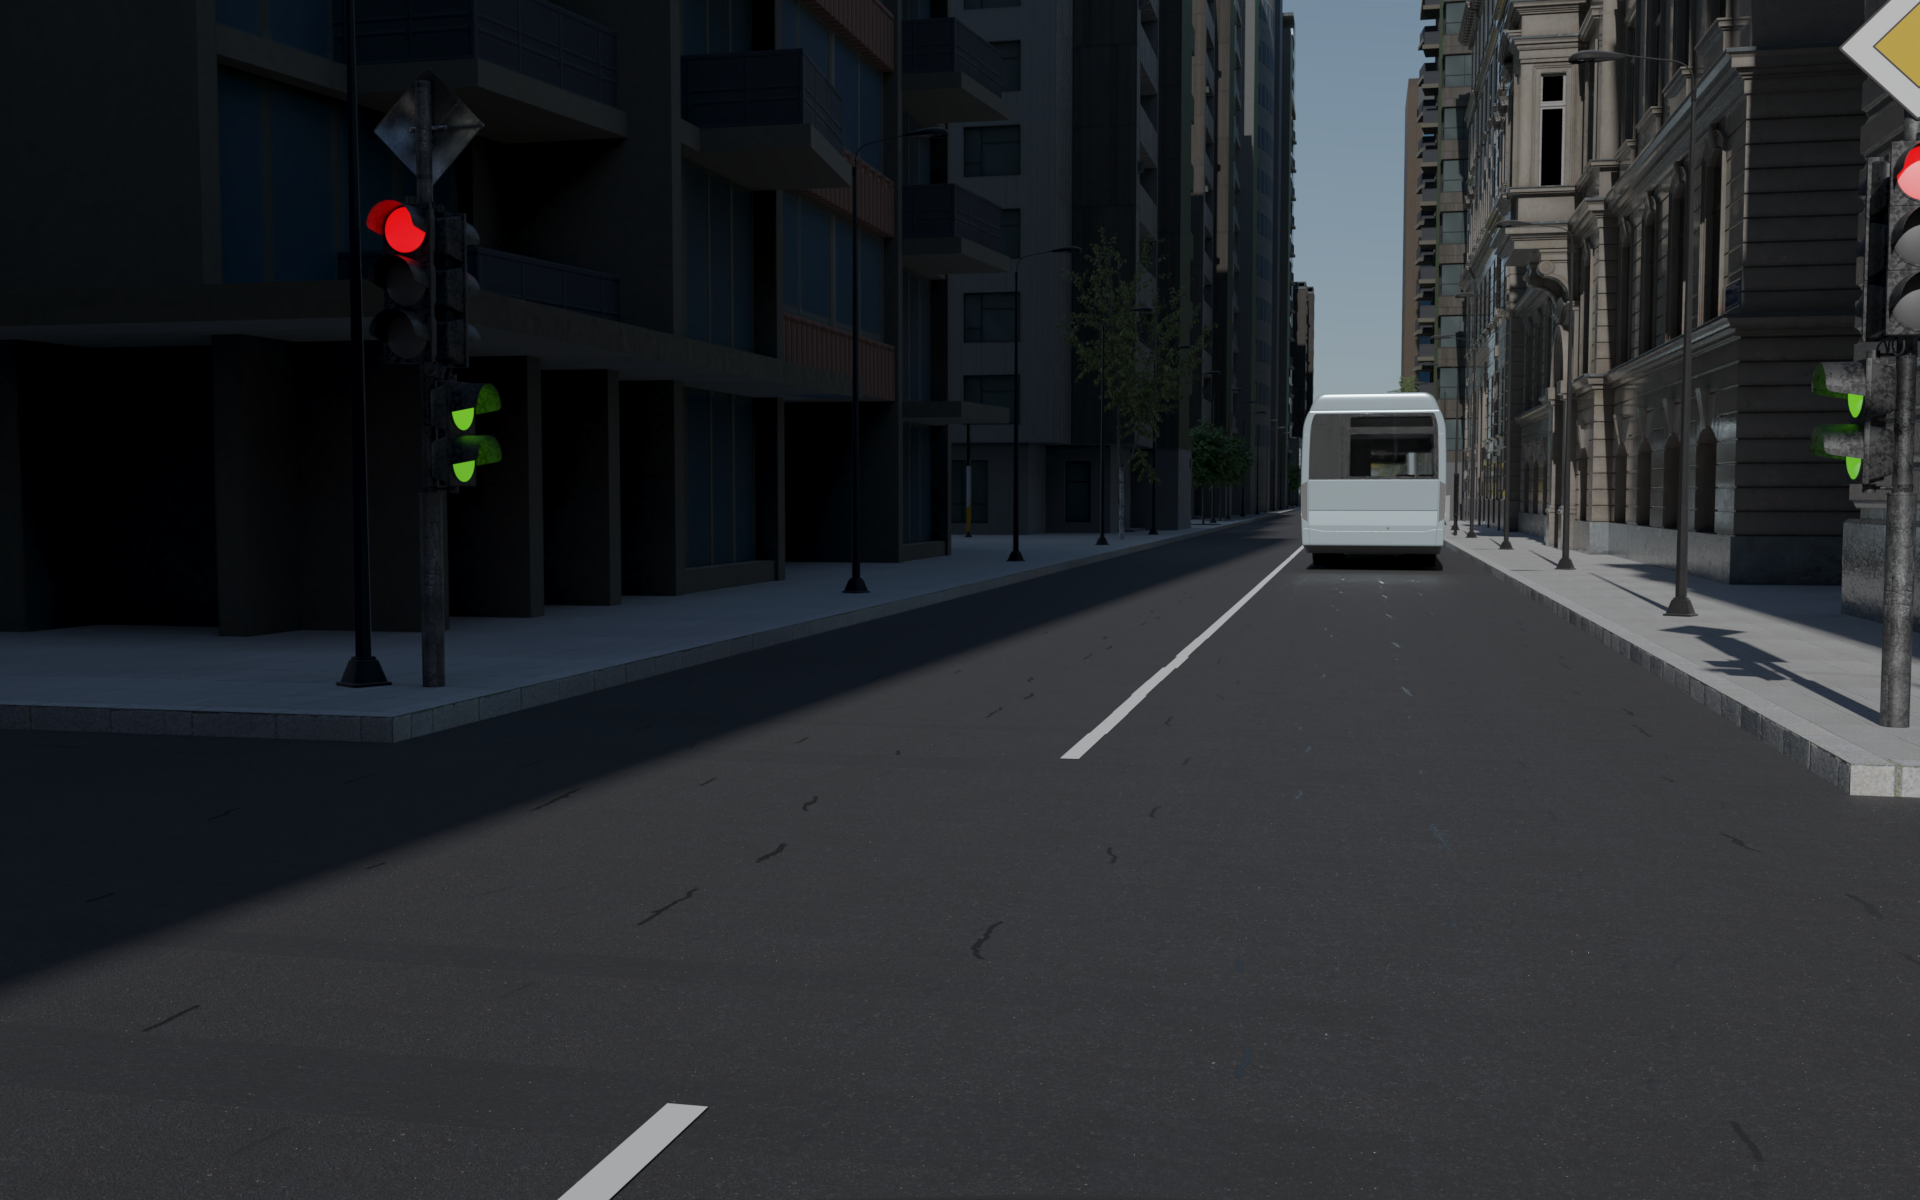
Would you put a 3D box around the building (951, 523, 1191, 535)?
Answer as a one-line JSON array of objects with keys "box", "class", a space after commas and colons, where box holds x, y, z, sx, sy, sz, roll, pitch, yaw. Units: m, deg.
[{"box": [0.394, -17.621, 59.809, 14.160, 30.474, 14.107, 1, 4, 13], "class": "building"}]

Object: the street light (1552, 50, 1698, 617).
[{"box": [7.065, -2.792, 18.194, 1.470, 5.913, 1.316, 1, 4, 13], "class": "street light"}]

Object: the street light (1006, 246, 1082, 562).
[{"box": [1.591, -3.682, 32.739, 1.470, 5.913, 1.316, 1, 4, 13], "class": "street light"}]

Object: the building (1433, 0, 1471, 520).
[{"box": [31.916, -19.463, 89.923, 14.160, 30.474, 14.107, 1, 4, 13], "class": "building"}]

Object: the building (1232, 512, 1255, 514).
[{"box": [11.100, -25.965, 108.119, 14.154, 41.232, 14.086, 1, 4, 13], "class": "building"}]

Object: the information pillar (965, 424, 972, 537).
[{"box": [0.262, -3.674, 51.424, 0.183, 3.616, 0.504, 0, 4, 6], "class": "information pillar"}]

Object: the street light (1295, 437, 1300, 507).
[{"box": [26.721, -10.320, 141.265, 1.470, 5.913, 1.316, 1, 4, 13], "class": "street light"}]

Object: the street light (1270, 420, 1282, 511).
[{"box": [19.170, -8.307, 108.353, 1.470, 5.913, 1.316, 1, 4, 13], "class": "street light"}]

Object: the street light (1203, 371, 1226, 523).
[{"box": [9.154, -5.696, 65.666, 1.470, 5.913, 1.316, 1, 4, 13], "class": "street light"}]

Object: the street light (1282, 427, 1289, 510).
[{"box": [21.769, -9.003, 119.735, 1.470, 5.913, 1.316, 1, 4, 13], "class": "street light"}]

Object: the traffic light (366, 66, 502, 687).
[{"box": [-3.494, -1.377, 11.431, 0.839, 4.253, 0.868, 1, 4, 13], "class": "traffic light"}]

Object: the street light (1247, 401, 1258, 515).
[{"box": [13.923, -6.958, 86.296, 1.470, 5.913, 1.316, 1, 4, 13], "class": "street light"}]

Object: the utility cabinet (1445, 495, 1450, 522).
[{"box": [22.218, -4.160, 79.178, 0.306, 1.237, 1.020, 1, 4, 12], "class": "utility cabinet"}]

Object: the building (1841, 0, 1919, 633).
[{"box": [17.387, -11.149, 11.164, 19.941, 23.489, 11.050, 1, 4, 13], "class": "building"}]

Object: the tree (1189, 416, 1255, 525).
[{"box": [10.113, -5.428, 72.454, 4.285, 4.588, 4.351, 0, 3, 0], "class": "tree"}]

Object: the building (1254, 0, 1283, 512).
[{"box": [12.614, -35.897, 128.908, 21.231, 58.520, 28.212, 1, 4, 13], "class": "building"}]

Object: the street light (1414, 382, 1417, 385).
[{"box": [19.487, -6.067, 71.739, 1.470, 5.913, 1.316, 1, 4, 13], "class": "street light"}]

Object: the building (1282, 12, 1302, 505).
[{"box": [30.864, -54.921, 210.634, 22.319, 86.520, 31.000, 1, 4, 13], "class": "building"}]

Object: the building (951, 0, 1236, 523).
[{"box": [7.217, -19.679, 93.446, 14.160, 30.474, 14.107, 1, 4, 13], "class": "building"}]

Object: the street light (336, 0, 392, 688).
[{"box": [-3.473, -2.372, 11.316, 1.470, 5.913, 1.316, 1, 4, 13], "class": "street light"}]

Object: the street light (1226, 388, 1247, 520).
[{"box": [11.713, -6.345, 76.277, 1.470, 5.913, 1.316, 1, 4, 13], "class": "street light"}]

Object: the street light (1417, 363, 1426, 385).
[{"box": [16.992, -5.424, 61.229, 1.470, 5.913, 1.316, 1, 4, 13], "class": "street light"}]

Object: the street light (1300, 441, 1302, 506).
[{"box": [29.229, -10.962, 151.772, 1.470, 5.913, 1.316, 1, 4, 13], "class": "street light"}]

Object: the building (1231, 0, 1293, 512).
[{"box": [21.038, -28.475, 149.159, 14.154, 41.232, 14.086, 1, 4, 13], "class": "building"}]

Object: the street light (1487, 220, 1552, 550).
[{"box": [9.773, -3.478, 29.414, 1.470, 5.913, 1.316, 1, 4, 13], "class": "street light"}]

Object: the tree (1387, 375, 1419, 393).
[{"box": [42.500, -15.122, 165.367, 7.486, 12.596, 7.792, 0, 3, 0], "class": "tree"}]

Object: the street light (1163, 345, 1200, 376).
[{"box": [6.621, -4.999, 54.269, 1.470, 5.913, 1.316, 1, 4, 13], "class": "street light"}]

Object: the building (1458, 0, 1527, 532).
[{"box": [26.533, -16.562, 68.054, 12.463, 27.353, 25.104, 1, 4, 13], "class": "building"}]

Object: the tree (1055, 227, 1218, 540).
[{"box": [4.775, -5.998, 48.434, 4.737, 8.622, 4.395, 0, 3, 0], "class": "tree"}]

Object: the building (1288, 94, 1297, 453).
[{"box": [23.729, -32.274, 182.303, 22.147, 44.769, 28.867, 1, 4, 13], "class": "building"}]

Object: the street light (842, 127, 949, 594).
[{"box": [-0.825, -3.038, 22.210, 1.470, 5.913, 1.316, 1, 4, 13], "class": "street light"}]

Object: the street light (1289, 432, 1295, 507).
[{"box": [24.200, -9.646, 130.260, 1.470, 5.913, 1.316, 1, 4, 13], "class": "street light"}]

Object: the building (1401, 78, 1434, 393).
[{"box": [53.748, -32.533, 182.018, 14.600, 45.320, 14.200, 1, 4, 13], "class": "building"}]

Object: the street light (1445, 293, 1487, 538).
[{"box": [12.091, -4.124, 39.965, 1.470, 5.913, 1.316, 1, 4, 13], "class": "street light"}]

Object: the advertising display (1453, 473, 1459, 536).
[{"box": [15.397, -2.969, 53.750, 0.123, 1.923, 0.974, 1, 4, 18], "class": "advertising display"}]

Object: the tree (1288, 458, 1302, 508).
[{"box": [30.389, -10.771, 159.821, 4.285, 4.588, 4.351, 0, 3, 0], "class": "tree"}]

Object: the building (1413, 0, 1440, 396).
[{"box": [48.231, -29.656, 139.498, 22.147, 44.769, 28.867, 1, 4, 13], "class": "building"}]

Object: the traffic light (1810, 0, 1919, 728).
[{"box": [5.144, -1.256, 9.455, 0.839, 4.253, 0.868, 1, 4, 13], "class": "traffic light"}]

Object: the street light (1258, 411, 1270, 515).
[{"box": [16.488, -7.642, 97.487, 1.470, 5.913, 1.316, 1, 4, 13], "class": "street light"}]

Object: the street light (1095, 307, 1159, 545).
[{"box": [4.099, -4.324, 43.246, 1.470, 5.913, 1.316, 1, 4, 13], "class": "street light"}]

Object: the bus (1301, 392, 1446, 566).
[{"box": [9.123, -2.635, 37.938, 2.948, 3.499, 13.247, 1, 4, 14], "class": "bus"}]

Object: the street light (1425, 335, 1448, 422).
[{"box": [14.441, -4.776, 50.629, 1.470, 5.913, 1.316, 1, 4, 13], "class": "street light"}]

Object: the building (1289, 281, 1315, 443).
[{"box": [40.315, -28.240, 233.426, 14.160, 30.474, 14.107, 1, 4, 13], "class": "building"}]

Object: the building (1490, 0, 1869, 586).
[{"box": [19.720, -13.454, 39.061, 14.460, 24.649, 34.723, 1, 4, 13], "class": "building"}]

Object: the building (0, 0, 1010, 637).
[{"box": [-11.427, -22.899, 29.032, 22.147, 44.769, 28.867, 1, 4, 13], "class": "building"}]
